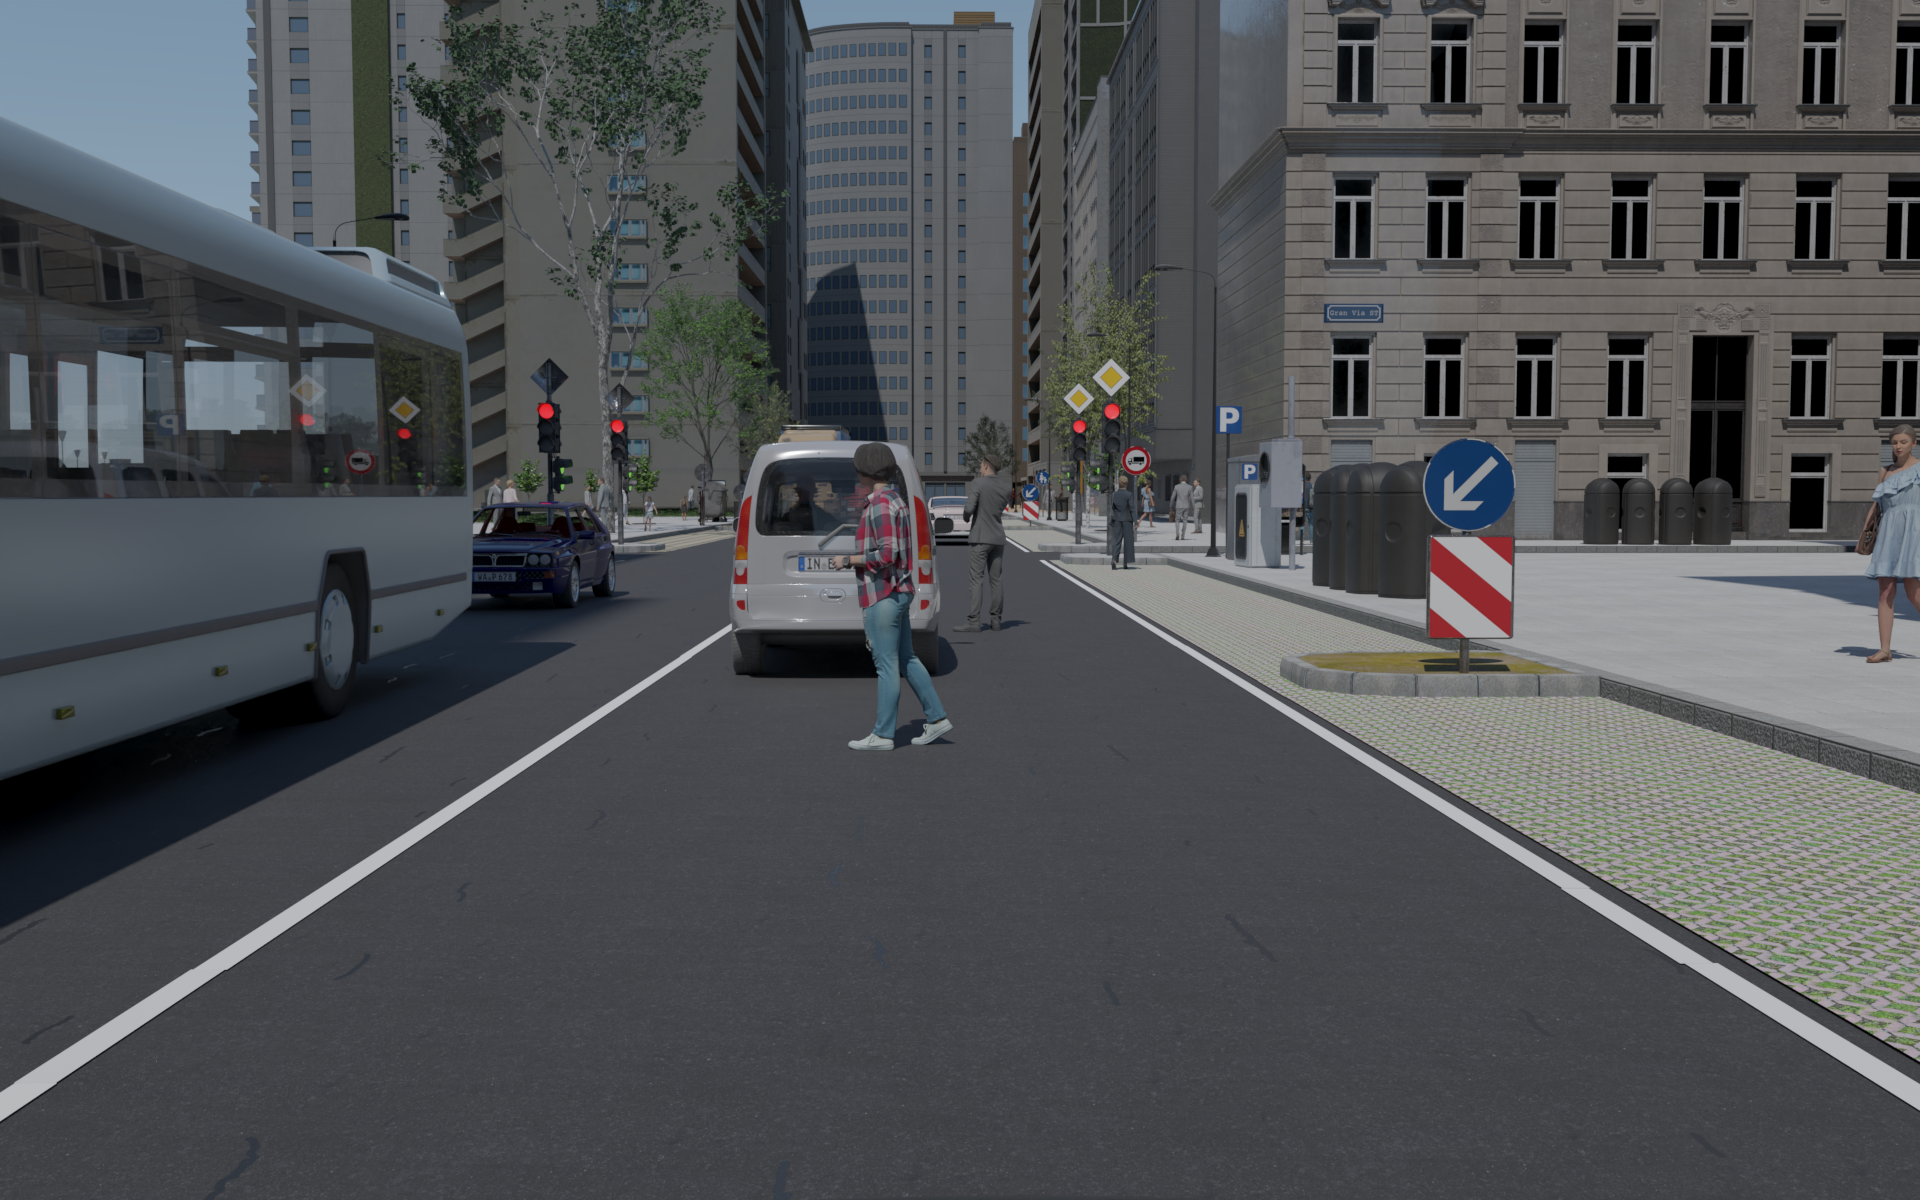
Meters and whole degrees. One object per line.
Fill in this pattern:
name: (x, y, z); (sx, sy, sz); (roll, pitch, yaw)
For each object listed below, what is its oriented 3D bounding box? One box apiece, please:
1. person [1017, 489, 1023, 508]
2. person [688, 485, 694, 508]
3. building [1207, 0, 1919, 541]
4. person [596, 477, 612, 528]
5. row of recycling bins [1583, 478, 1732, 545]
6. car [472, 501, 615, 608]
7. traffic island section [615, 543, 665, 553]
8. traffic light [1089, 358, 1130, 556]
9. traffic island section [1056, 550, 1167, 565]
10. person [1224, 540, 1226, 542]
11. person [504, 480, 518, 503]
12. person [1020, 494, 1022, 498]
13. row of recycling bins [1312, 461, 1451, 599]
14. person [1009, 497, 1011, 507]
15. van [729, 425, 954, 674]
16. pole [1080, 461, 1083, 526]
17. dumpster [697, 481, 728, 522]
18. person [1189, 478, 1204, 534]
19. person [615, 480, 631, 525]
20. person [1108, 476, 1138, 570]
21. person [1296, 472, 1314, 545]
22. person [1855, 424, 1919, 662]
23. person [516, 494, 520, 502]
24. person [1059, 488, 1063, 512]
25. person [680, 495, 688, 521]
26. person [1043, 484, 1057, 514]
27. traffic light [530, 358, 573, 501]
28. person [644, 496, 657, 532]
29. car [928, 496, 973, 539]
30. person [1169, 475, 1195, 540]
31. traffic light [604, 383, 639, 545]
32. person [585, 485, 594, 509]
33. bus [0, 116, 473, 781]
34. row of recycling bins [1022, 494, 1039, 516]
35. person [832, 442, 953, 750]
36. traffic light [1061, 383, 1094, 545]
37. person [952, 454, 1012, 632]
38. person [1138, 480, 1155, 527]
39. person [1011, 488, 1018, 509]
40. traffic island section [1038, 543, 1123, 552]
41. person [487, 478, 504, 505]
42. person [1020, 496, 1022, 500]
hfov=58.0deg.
person: (5.565, -9.288, 158.425); (1.217, 1.766, 0.721); (-2, 4, -35)
person: (-16.704, -6.200, 107.260); (0.795, 1.843, 0.661); (-1, 4, -22)
building: (20.849, -15.618, 52.614); (25.104, 27.353, 12.463); (0, 4, -1)
person: (-11.230, -2.961, 54.559); (0.391, 1.810, 0.635); (0, 4, 5)
row of recycling bins: (17.669, -2.247, 43.848); (3.534, 1.692, 1.069); (0, 4, 8)
car: (-5.710, -0.636, 22.976); (1.945, 1.354, 3.894); (0, 4, -1)
traffic island section: (-8.612, -1.322, 43.897); (2.009, 0.180, 2.903); (0, 4, -1)
traffic light: (3.108, -2.878, 35.968); (0.839, 4.253, 0.868); (0, 4, -1)
traffic island section: (3.148, -0.844, 36.083); (2.009, 0.180, 2.903); (0, 4, -1)
person: (7.424, -2.480, 46.616); (0.620, 1.820, 0.660); (-3, 5, -42)
person: (-14.307, -2.969, 55.255); (0.731, 1.740, 0.598); (1, 4, 13)
person: (4.789, -7.265, 124.959); (1.348, 1.807, 0.705); (3, 5, 40)
row of recycling bins: (5.464, -0.959, 22.792); (1.069, 1.692, 3.534); (0, 4, -5)
person: (4.767, -9.723, 165.937); (0.541, 1.710, 0.530); (-3, 4, -36)
van: (-1.038, -0.499, 15.165); (2.013, 2.044, 4.112); (0, 4, -2)
pole: (4.856, -4.660, 70.041); (0.158, 3.312, 0.155); (0, 3, 0)
dumpster: (-11.266, -4.468, 78.812); (1.264, 1.857, 1.865); (0, 4, -1)
person: (7.646, -3.065, 56.356); (0.583, 1.804, 0.606); (-1, 4, -13)
person: (-13.904, -3.993, 71.201); (0.818, 1.842, 0.514); (0, 4, -7)
person: (3.070, -1.444, 32.526); (0.576, 1.772, 0.534); (1, 4, 11)
person: (8.636, -2.283, 43.363); (0.794, 1.824, 0.713); (1, 4, 22)
person: (7.220, -0.437, 13.290); (0.778, 1.811, 0.616); (-2, 4, -26)
person: (-17.531, -3.544, 68.262); (0.475, 1.303, 0.640); (-1, 4, -14)
person: (7.093, -7.082, 122.552); (0.721, 1.735, 1.217); (-1, 4, -10)
person: (-13.311, -4.458, 83.594); (0.362, 1.253, 0.373); (1, 4, 12)
person: (4.472, -4.872, 85.980); (0.678, 1.792, 0.850); (-1, 4, -14)
traffic light: (-8.452, -2.866, 35.778); (0.839, 4.253, 0.868); (0, 4, -1)
person: (-10.616, -2.959, 59.430); (0.505, 1.210, 0.382); (0, 4, 4)
car: (-0.237, -2.298, 49.941); (2.083, 1.381, 4.827); (0, 4, -2)
person: (6.177, -2.570, 48.190); (0.709, 1.813, 0.853); (0, 4, 4)
traffic light: (-8.572, -3.354, 43.762); (0.839, 4.253, 0.868); (0, 4, -1)
person: (-18.066, -4.723, 84.020); (0.466, 1.731, 0.760); (2, 4, 24)
bus: (-5.048, -0.791, 7.790); (2.948, 3.499, 13.247); (0, 4, -3)
row of recycling bins: (4.079, -5.656, 99.581); (1.069, 1.692, 3.534); (0, 4, 2)
person: (-0.380, -0.024, 9.729); (0.643, 1.720, 0.563); (0, 4, 8)
traffic light: (2.987, -3.366, 43.952); (0.839, 4.253, 0.868); (0, 4, -1)
person: (0.215, -0.603, 18.166); (0.655, 1.846, 0.447); (-3, 5, -40)
person: (7.163, -3.670, 66.136); (0.778, 1.811, 0.616); (-1, 4, -22)
person: (4.508, -8.629, 147.096); (0.705, 1.831, 1.348); (3, 4, 36)
traffic island section: (3.028, -1.332, 44.067); (2.009, 0.180, 2.903); (0, 4, -1)
person: (-15.216, -3.112, 57.041); (0.853, 1.813, 0.709); (2, 4, 29)
person: (5.670, -8.867, 151.576); (0.990, 1.755, 0.434); (3, 4, 39)
